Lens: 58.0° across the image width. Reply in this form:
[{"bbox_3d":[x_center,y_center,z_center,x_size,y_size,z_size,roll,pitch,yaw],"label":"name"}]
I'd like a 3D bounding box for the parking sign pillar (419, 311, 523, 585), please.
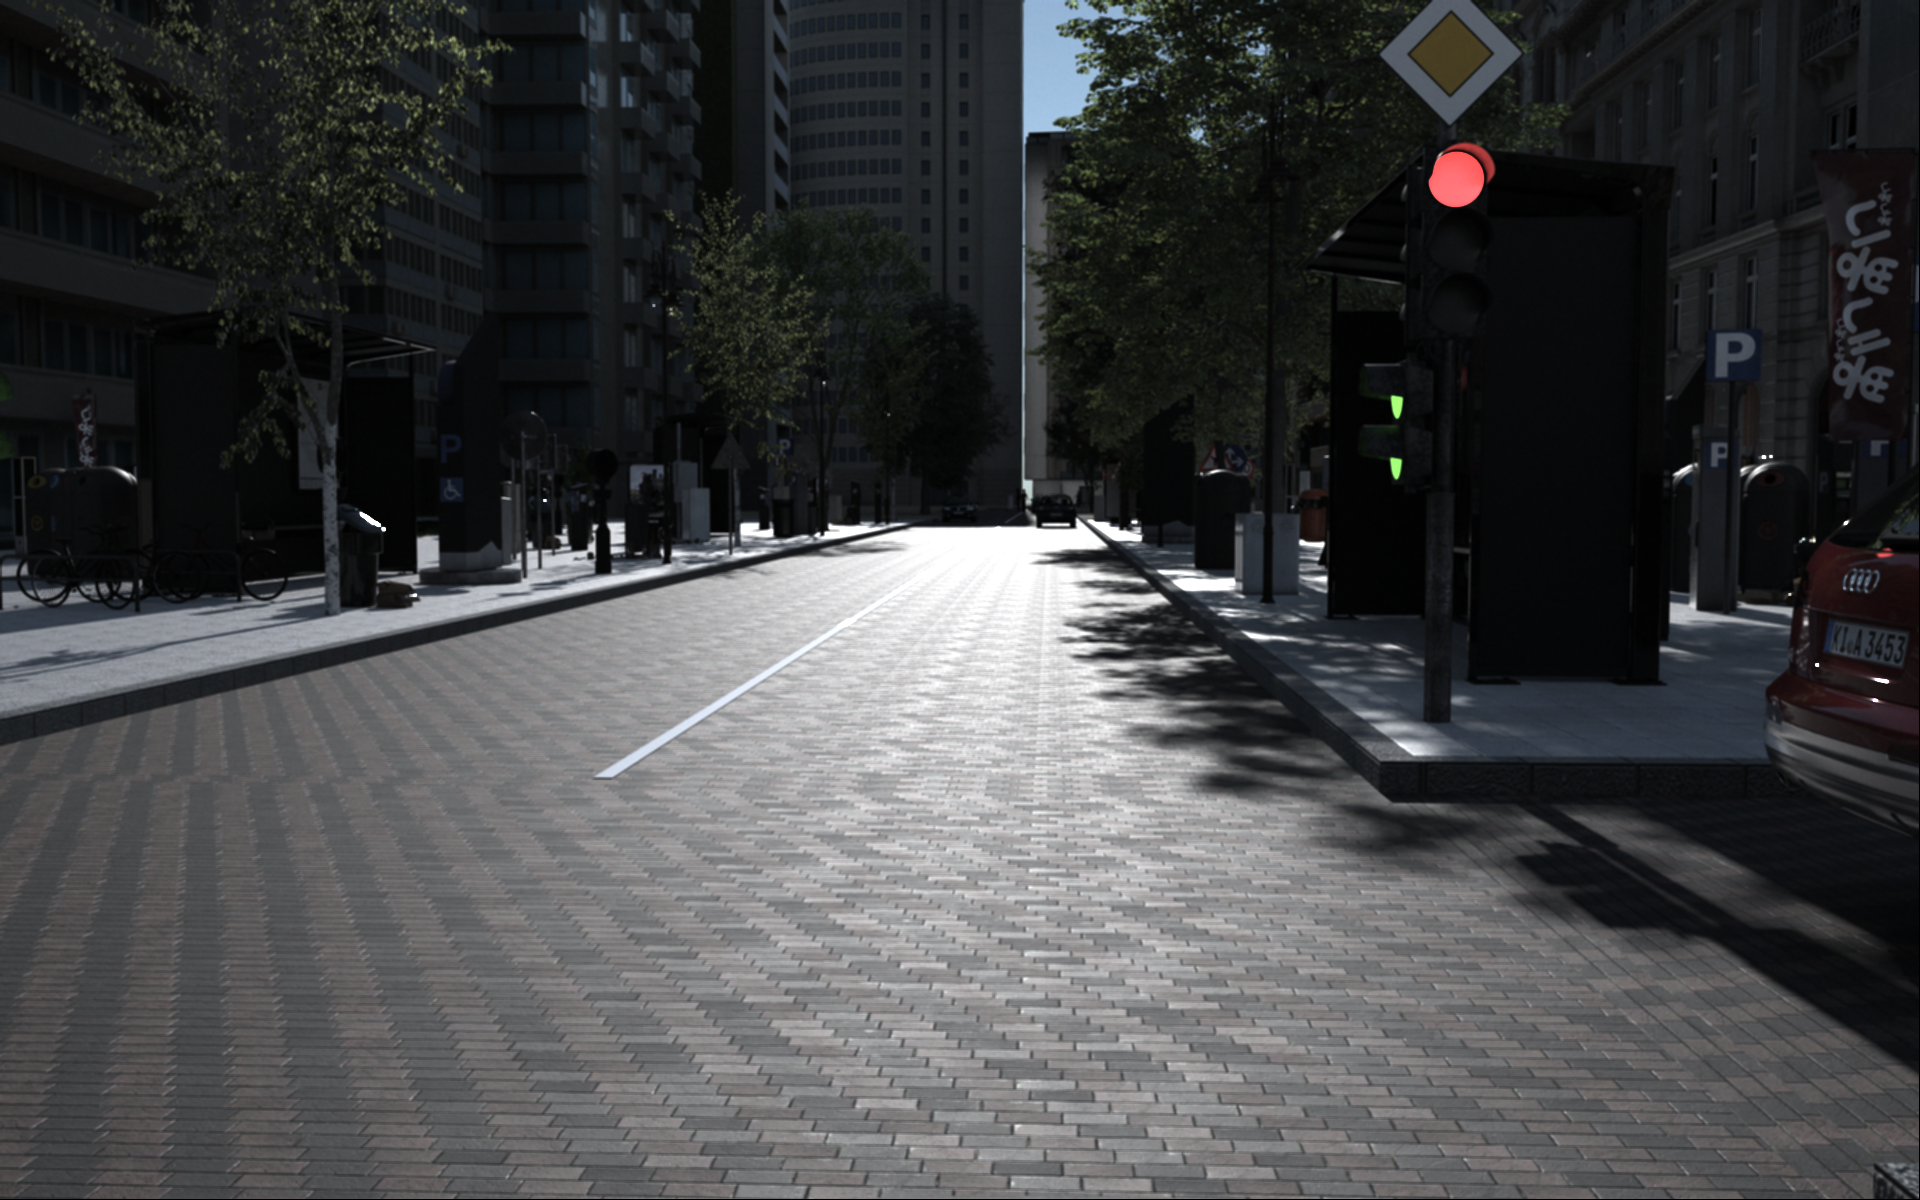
[{"bbox_3d":[-7.086,-2.234,25.002,1.447,3.967,1.447,0,4,7],"label":"parking sign pillar"}]

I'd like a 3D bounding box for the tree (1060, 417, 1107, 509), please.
[{"bbox_3d":[10.633,-11.998,146.524,4.737,8.622,4.395,0,3,0],"label":"tree"}]

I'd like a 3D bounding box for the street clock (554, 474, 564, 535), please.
[{"bbox_3d":[-12.753,-3.082,54.957,0.358,2.002,0.471,1,4,9],"label":"street clock"}]

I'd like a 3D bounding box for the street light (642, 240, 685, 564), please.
[{"bbox_3d":[-5.406,-3.607,31.762,0.468,5.910,1.993,0,4,3],"label":"street light"}]

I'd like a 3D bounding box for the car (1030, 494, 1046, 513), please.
[{"bbox_3d":[6.336,-7.269,130.654,2.131,1.459,4.920,0,4,4],"label":"car"}]

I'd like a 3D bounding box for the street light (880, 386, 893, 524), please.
[{"bbox_3d":[-3.108,-6.195,74.077,0.468,5.910,1.993,0,4,3],"label":"street light"}]

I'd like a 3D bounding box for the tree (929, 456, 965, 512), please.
[{"bbox_3d":[-1.116,-8.645,125.063,4.285,4.588,4.351,0,3,0],"label":"tree"}]

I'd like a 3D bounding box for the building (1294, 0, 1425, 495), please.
[{"bbox_3d":[32.420,-29.340,103.412,21.300,48.544,21.600,0,4,3],"label":"building"}]

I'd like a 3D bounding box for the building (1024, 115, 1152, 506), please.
[{"bbox_3d":[14.001,-30.928,189.270,14.086,41.232,14.154,0,4,3],"label":"building"}]

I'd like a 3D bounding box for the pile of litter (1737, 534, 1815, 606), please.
[{"bbox_3d":[9.714,-0.376,20.120,1.176,0.858,1.719,1,4,8],"label":"pile of litter"}]

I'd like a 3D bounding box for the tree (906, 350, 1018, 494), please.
[{"bbox_3d":[0.026,-14.474,147.022,12.009,13.543,11.850,0,3,0],"label":"tree"}]

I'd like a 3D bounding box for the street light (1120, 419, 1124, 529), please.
[{"bbox_3d":[5.914,-5.528,63.169,0.468,5.910,1.993,0,4,3],"label":"street light"}]

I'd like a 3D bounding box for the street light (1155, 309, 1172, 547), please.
[{"bbox_3d":[4.855,-4.220,41.778,0.468,5.910,1.993,0,4,3],"label":"street light"}]

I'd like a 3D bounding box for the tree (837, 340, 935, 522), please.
[{"bbox_3d":[-3.314,-7.931,80.036,4.737,8.622,4.395,0,3,0],"label":"tree"}]

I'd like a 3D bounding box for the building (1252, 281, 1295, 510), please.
[{"bbox_3d":[37.670,-17.450,130.342,27.650,21.520,28.899,0,4,3],"label":"building"}]

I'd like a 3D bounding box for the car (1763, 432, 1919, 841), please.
[{"bbox_3d":[5.372,0.206,5.299,5.304,1.827,2.281,0,4,4],"label":"car"}]

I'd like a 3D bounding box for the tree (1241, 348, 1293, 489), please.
[{"bbox_3d":[14.895,-8.029,81.637,4.360,8.622,3.978,0,3,0],"label":"tree"}]

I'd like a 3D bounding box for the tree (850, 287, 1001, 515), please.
[{"bbox_3d":[-2.100,-12.277,107.382,9.857,13.997,8.962,0,3,0],"label":"tree"}]

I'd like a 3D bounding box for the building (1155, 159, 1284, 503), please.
[{"bbox_3d":[33.433,-30.851,196.288,23.993,40.220,32.217,0,4,3],"label":"building"}]

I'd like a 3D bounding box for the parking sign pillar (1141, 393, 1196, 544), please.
[{"bbox_3d":[5.457,-3.464,45.101,1.447,3.967,1.447,1,4,17],"label":"parking sign pillar"}]

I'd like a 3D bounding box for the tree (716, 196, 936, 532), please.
[{"bbox_3d":[-4.650,-8.184,59.565,9.928,11.665,9.643,0,3,0],"label":"tree"}]

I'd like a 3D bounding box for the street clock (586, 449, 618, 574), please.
[{"bbox_3d":[-5.762,-1.428,27.923,0.358,2.002,0.471,3,5,40],"label":"street clock"}]

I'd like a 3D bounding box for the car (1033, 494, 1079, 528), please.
[{"bbox_3d":[4.184,-4.014,75.422,2.009,1.686,4.222,0,4,3],"label":"car"}]

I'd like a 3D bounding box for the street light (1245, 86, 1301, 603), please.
[{"bbox_3d":[3.621,-2.901,20.218,0.468,5.910,1.993,0,4,3],"label":"street light"}]

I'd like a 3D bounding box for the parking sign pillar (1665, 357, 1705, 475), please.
[{"bbox_3d":[14.062,-2.776,33.862,1.447,3.967,1.447,-3,5,-44],"label":"parking sign pillar"}]

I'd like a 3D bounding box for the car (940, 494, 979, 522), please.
[{"bbox_3d":[0.002,-4.859,89.238,2.009,1.686,4.222,0,4,2],"label":"car"}]

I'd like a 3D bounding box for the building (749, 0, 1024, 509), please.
[{"bbox_3d":[-7.106,-39.753,191.966,28.212,58.520,21.231,0,4,3],"label":"building"}]

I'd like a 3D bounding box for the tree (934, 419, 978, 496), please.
[{"bbox_3d":[-0.662,-11.057,131.138,4.360,8.622,3.978,0,3,0],"label":"tree"}]

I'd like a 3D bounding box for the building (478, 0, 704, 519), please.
[{"bbox_3d":[-27.806,-29.477,101.559,23.786,49.044,30.456,0,4,3],"label":"building"}]

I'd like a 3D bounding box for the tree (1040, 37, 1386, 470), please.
[{"bbox_3d":[5.151,-6.180,35.462,7.601,10.594,8.767,1,4,14],"label":"tree"}]

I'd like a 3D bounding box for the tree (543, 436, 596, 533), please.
[{"bbox_3d":[-12.640,-3.873,57.918,1.663,3.219,1.824,0,3,0],"label":"tree"}]

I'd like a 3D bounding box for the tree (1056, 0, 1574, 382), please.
[{"bbox_3d":[5.123,-6.579,25.688,7.486,12.596,7.792,0,3,0],"label":"tree"}]

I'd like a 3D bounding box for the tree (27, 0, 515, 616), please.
[{"bbox_3d":[-6.885,-4.140,18.053,4.360,8.622,3.978,0,3,0],"label":"tree"}]

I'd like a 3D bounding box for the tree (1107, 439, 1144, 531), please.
[{"bbox_3d":[5.986,-4.023,60.373,1.663,3.219,1.824,0,3,0],"label":"tree"}]

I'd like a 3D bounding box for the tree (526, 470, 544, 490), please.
[{"bbox_3d":[-15.337,-4.288,64.709,1.663,3.219,1.824,0,3,0],"label":"tree"}]

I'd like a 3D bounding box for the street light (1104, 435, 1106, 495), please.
[{"bbox_3d":[7.052,-6.822,84.327,0.468,5.910,1.993,0,4,3],"label":"street light"}]

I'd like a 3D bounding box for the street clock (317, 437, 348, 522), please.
[{"bbox_3d":[-8.001,-1.074,22.125,0.358,2.002,0.471,0,4,0],"label":"street clock"}]

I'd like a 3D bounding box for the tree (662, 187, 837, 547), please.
[{"bbox_3d":[-5.313,-5.590,41.763,4.360,8.622,3.978,0,3,0],"label":"tree"}]

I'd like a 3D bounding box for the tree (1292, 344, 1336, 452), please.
[{"bbox_3d":[16.971,-7.594,74.529,4.360,8.622,3.978,0,3,0],"label":"tree"}]

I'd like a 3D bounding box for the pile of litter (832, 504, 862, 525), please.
[{"bbox_3d":[-4.689,-3.550,72.013,1.176,0.858,1.719,-1,4,-20],"label":"pile of litter"}]

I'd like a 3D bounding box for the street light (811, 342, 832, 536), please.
[{"bbox_3d":[-4.218,-4.901,52.918,0.468,5.910,1.993,0,4,3],"label":"street light"}]
